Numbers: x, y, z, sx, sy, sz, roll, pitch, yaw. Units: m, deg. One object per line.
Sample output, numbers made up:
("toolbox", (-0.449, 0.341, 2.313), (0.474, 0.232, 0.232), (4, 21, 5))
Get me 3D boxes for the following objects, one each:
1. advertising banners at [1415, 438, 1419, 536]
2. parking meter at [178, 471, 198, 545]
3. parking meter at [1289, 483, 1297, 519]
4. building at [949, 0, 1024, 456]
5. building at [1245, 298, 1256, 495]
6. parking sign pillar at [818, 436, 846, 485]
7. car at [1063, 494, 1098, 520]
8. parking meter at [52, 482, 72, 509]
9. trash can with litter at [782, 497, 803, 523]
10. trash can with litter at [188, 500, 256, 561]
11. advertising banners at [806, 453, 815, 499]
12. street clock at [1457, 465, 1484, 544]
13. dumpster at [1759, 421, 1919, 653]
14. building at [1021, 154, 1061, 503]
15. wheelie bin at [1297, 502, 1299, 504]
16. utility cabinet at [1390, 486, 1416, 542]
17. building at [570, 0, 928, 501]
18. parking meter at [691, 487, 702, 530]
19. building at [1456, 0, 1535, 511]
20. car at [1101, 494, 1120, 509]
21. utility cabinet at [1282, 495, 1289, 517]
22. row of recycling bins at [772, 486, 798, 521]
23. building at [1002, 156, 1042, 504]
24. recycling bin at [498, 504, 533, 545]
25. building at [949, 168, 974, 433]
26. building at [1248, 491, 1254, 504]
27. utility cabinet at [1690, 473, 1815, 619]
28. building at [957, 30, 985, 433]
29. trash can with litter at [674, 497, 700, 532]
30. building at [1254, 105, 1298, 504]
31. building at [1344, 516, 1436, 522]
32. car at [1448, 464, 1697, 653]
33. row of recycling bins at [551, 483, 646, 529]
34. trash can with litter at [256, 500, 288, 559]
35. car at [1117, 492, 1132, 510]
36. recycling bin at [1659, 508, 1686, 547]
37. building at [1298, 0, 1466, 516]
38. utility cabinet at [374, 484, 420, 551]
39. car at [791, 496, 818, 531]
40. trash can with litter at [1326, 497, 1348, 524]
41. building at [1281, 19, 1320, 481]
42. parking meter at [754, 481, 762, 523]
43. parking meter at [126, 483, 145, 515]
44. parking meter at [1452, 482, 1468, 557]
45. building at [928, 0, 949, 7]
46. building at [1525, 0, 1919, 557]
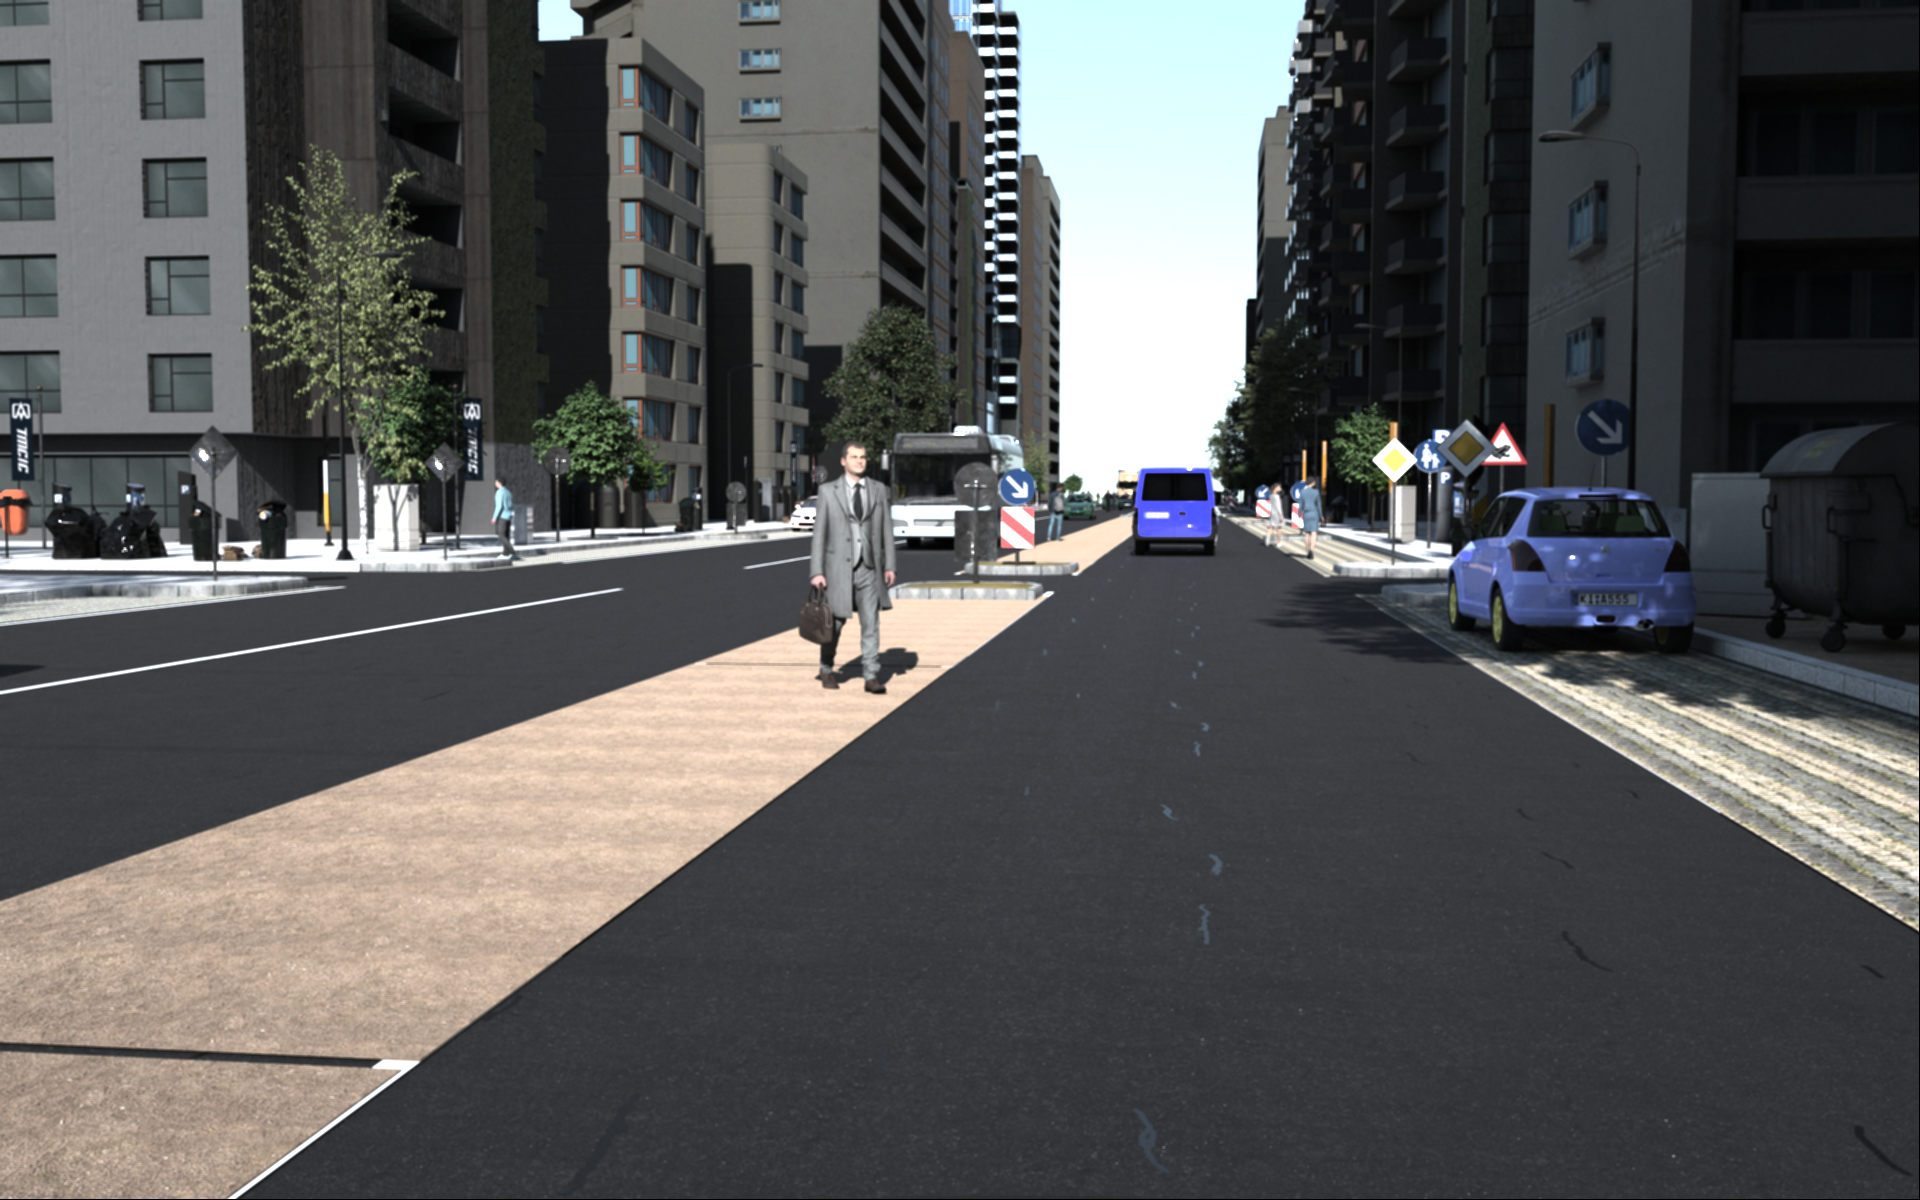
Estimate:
("advertising banners", (14.237, -3.535, 53.988), (0.090, 3.025, 2.074), (1, 4, 18))
("parking meter", (-19.560, -2.335, 43.894), (0.399, 1.863, 0.255), (0, 4, -1))
("parking meter", (19.381, -5.809, 100.694), (0.399, 1.863, 0.255), (3, 5, 40))
("building", (-2.894, -54.835, 209.224), (22.319, 86.520, 31.000), (0, 4, 7))
("building", (48.845, -29.505, 254.113), (14.160, 30.474, 14.107), (0, 4, 7))
("parking sign pillar", (-5.909, -5.611, 80.218), (1.447, 3.967, 1.447), (1, 4, 13))
("car", (6.682, -5.224, 97.209), (2.131, 1.459, 4.920), (0, 4, 7))
("parking meter", (-19.398, -1.777, 37.458), (0.372, 1.533, 0.369), (0, 3, 0))
("trash can with litter", (-7.416, -3.988, 76.583), (1.055, 1.170, 0.624), (0, 4, -6))
("trash can with litter", (-14.215, -1.335, 33.221), (1.055, 1.170, 0.624), (0, 4, -3))
("advertising banners", (-6.439, -4.800, 74.669), (0.090, 3.025, 2.074), (-1, 4, -14))
("street clock", (9.663, -1.728, 32.825), (0.471, 2.002, 0.358), (1, 4, 10))
("dumpster", (7.662, -0.540, 14.584), (1.264, 1.857, 1.865), (0, 4, 8))
("building", (3.149, -38.377, 251.165), (21.300, 48.544, 21.600), (0, 4, 7))
("wheelie bin", (17.438, -4.887, 87.805), (0.693, 1.594, 0.980), (1, 4, 23))
("utility cabinet", (11.719, -2.272, 45.822), (0.318, 1.500, 1.173), (2, 4, 32))
("building", (-14.306, -30.346, 119.866), (21.300, 48.544, 21.600), (0, 4, 7))
("parking meter", (-9.337, -3.246, 61.489), (0.372, 1.533, 0.369), (0, 3, 0))
("building", (24.311, -17.601, 59.473), (14.160, 30.474, 14.107), (0, 4, 7))
("car", (14.613, -9.464, 166.539), (2.131, 1.459, 4.920), (0, 4, 6))
("utility cabinet", (18.676, -5.356, 98.726), (0.306, 1.237, 1.020), (-1, 4, -8))
("row of recycling bins", (-8.779, -4.786, 85.362), (1.069, 1.692, 3.534), (1, 4, 14))
("building", (3.537, -35.614, 232.392), (14.600, 45.320, 14.200), (0, 4, 7))
("recycling bin", (-11.205, -1.904, 43.679), (0.722, 1.027, 0.722), (0, 4, 0))
("building", (-6.612, -23.300, 152.660), (14.160, 30.474, 14.107), (0, 4, 7))
("building", (55.582, -33.143, 233.761), (32.217, 40.220, 23.993), (0, 4, 7))
("utility cabinet", (8.254, -0.572, 18.026), (1.173, 1.500, 0.318), (3, 5, 43))
("building", (-5.247, -31.580, 166.447), (14.600, 45.320, 14.200), (0, 4, 7))
("trash can with litter", (-9.215, -2.869, 58.298), (0.624, 1.170, 1.055), (1, 4, 11))
("building", (47.393, -35.959, 211.625), (21.300, 48.544, 21.600), (0, 4, 7))
("building", (30.213, -26.554, 88.775), (22.147, 44.769, 28.867), (0, 4, 7))
("car", (5.843, -0.446, 16.890), (1.945, 1.707, 3.694), (0, 4, 6))
("row of recycling bins", (-13.442, -3.503, 64.382), (3.534, 1.692, 1.069), (0, 4, -5))
("trash can with litter", (-13.713, -1.396, 34.218), (1.055, 1.170, 0.624), (3, 5, 45))
("car", (15.225, -8.969, 156.431), (2.009, 1.686, 4.222), (1, 4, 9))
("recycling bin", (12.280, -1.094, 30.448), (0.722, 1.027, 0.722), (0, 4, 4))
("building", (37.360, -29.134, 130.971), (22.147, 44.769, 28.867), (0, 4, 7))
("utility cabinet", (-12.705, -1.856, 39.022), (1.173, 1.500, 0.318), (2, 4, 33))
("car", (-5.270, -3.364, 67.361), (2.083, 1.381, 4.827), (0, 4, 8))
("trash can with litter", (16.354, -3.915, 75.404), (1.055, 1.170, 0.624), (-3, 4, -38))
("building", (41.824, -33.059, 160.116), (23.786, 49.044, 30.456), (0, 4, 7))
("parking meter", (-9.029, -4.389, 77.473), (0.255, 1.863, 0.399), (1, 4, 23))
("parking meter", (-18.252, -1.833, 38.385), (0.372, 1.533, 0.369), (0, 3, 0))
("parking meter", (10.212, -1.642, 35.252), (0.372, 1.533, 0.369), (0, 3, 0))
("building", (-8.651, -29.794, 137.246), (14.600, 45.320, 14.200), (0, 4, 7))
("building", (25.314, -25.482, 40.340), (21.600, 48.544, 21.300), (0, 4, 7))
